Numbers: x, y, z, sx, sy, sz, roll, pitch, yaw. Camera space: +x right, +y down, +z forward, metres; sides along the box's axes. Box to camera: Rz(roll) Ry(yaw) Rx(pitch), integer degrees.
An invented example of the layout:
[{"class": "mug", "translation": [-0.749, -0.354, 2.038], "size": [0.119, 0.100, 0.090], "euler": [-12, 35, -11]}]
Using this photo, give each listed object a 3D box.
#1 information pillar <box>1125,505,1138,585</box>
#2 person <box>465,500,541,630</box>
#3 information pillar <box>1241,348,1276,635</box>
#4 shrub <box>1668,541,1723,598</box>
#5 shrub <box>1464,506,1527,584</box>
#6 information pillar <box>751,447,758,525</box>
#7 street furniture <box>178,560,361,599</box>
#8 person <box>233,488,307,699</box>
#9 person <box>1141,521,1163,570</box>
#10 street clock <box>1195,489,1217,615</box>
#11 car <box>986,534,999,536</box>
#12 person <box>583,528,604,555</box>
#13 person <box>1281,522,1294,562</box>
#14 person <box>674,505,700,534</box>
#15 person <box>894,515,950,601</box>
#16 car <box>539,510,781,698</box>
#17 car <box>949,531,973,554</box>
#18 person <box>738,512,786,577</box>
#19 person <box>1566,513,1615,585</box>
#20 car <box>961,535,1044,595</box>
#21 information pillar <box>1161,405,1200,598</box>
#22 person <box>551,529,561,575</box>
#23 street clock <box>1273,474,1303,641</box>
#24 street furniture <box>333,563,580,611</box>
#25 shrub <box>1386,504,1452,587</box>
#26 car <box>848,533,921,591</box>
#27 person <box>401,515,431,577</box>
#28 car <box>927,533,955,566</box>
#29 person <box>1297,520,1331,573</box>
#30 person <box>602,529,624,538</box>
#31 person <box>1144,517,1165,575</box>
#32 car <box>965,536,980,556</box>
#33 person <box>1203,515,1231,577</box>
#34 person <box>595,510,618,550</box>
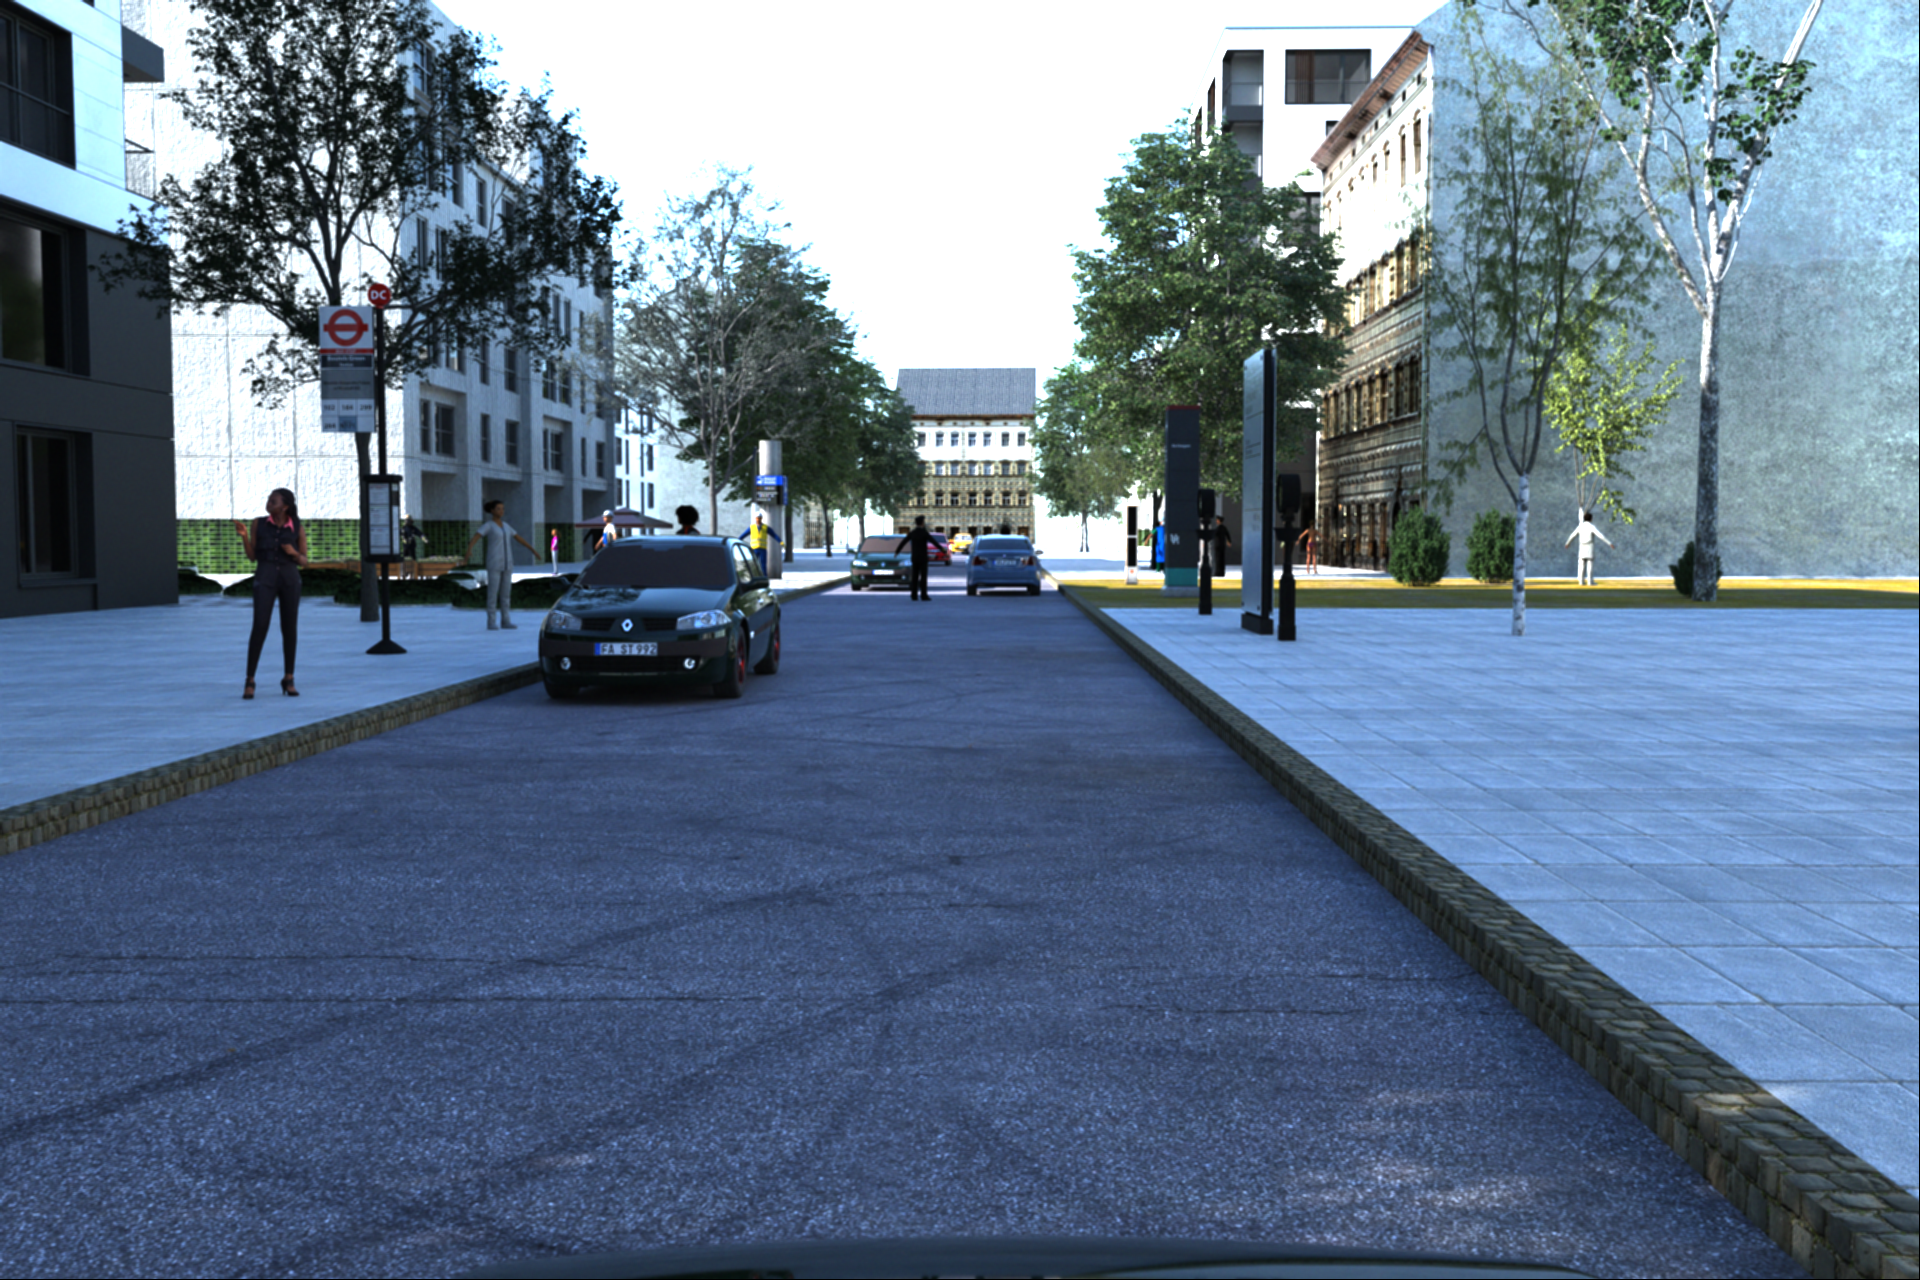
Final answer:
[{"class": "information pillar", "translation": [4.354, -2.411, 43.913], "size": [0.304, 2.012, 0.304], "euler": [0, 4, 1]}, {"class": "person", "translation": [-6.158, -1.011, 23.303], "size": [0.721, 1.739, 1.217], "euler": [3, 4, 38]}, {"class": "information pillar", "translation": [3.918, -1.923, 22.759], "size": [0.184, 3.620, 1.656], "euler": [0, 4, 1]}, {"class": "shrub", "translation": [14.825, -1.454, 34.884], "size": [1.383, 1.207, 1.383], "euler": [0, 3, 0]}, {"class": "shrub", "translation": [13.797, -2.462, 44.673], "size": [1.690, 2.028, 1.600], "euler": [0, 3, 0]}, {"class": "information pillar", "translation": [-5.496, -3.365, 46.376], "size": [0.183, 3.616, 0.504], "euler": [0, 4, 3]}, {"class": "street furniture", "translation": [-15.768, -1.414, 38.749], "size": [5.734, 0.657, 10.072], "euler": [-1, 4, -16]}, {"class": "person", "translation": [-5.391, -0.372, 13.601], "size": [0.415, 1.643, 0.593], "euler": [1, 4, 22]}, {"class": "person", "translation": [7.029, -3.356, 61.594], "size": [1.216, 1.740, 0.721], "euler": [0, 4, -5]}, {"class": "street clock", "translation": [3.914, -1.407, 27.572], "size": [0.358, 2.002, 0.471], "euler": [0, 4, 1]}, {"class": "car", "translation": [2.556, -7.107, 128.201], "size": [2.014, 1.417, 4.499], "euler": [0, 4, 1]}, {"class": "person", "translation": [-12.310, -3.226, 58.966], "size": [1.346, 1.802, 0.704], "euler": [2, 4, 24]}, {"class": "person", "translation": [8.957, -2.528, 47.464], "size": [0.704, 1.812, 1.346], "euler": [1, 4, 15]}, {"class": "person", "translation": [-3.761, -0.920, 23.648], "size": [0.704, 1.843, 1.345], "euler": [2, 4, 27]}, {"class": "person", "translation": [-0.853, -1.770, 37.326], "size": [1.347, 1.837, 0.705], "euler": [2, 4, 26]}, {"class": "car", "translation": [-2.737, -0.403, 16.379], "size": [2.009, 1.686, 4.222], "euler": [0, 4, 1]}, {"class": "car", "translation": [0.235, -7.184, 127.680], "size": [2.015, 1.641, 3.980], "euler": [0, 4, 1]}, {"class": "person", "translation": [-5.001, -2.273, 43.128], "size": [1.349, 1.833, 0.705], "euler": [0, 4, -2]}, {"class": "person", "translation": [15.824, -2.290, 43.629], "size": [0.705, 1.806, 1.347], "euler": [-3, 4, -38]}, {"class": "car", "translation": [1.031, -1.818, 41.721], "size": [2.014, 1.417, 4.499], "euler": [0, 4, 1]}, {"class": "information pillar", "translation": [4.496, -2.797, 35.117], "size": [0.750, 3.857, 0.750], "euler": [0, 4, 1]}, {"class": "person", "translation": [-12.674, -2.733, 53.955], "size": [0.599, 1.433, 0.991], "euler": [-1, 4, -13]}, {"class": "street clock", "translation": [3.941, -0.994, 20.830], "size": [0.358, 2.002, 0.471], "euler": [0, 4, 2]}, {"class": "street furniture", "translation": [-8.537, -1.110, 33.774], "size": [5.734, 0.657, 10.072], "euler": [0, 4, 0]}, {"class": "shrub", "translation": [11.170, -2.310, 42.187], "size": [1.690, 2.028, 1.600], "euler": [0, 3, 0]}, {"class": "car", "translation": [-1.872, -2.162, 45.141], "size": [2.009, 1.686, 4.222], "euler": [0, 4, 1]}, {"class": "person", "translation": [-16.283, -2.776, 51.165], "size": [1.354, 1.856, 0.705], "euler": [0, 4, 3]}, {"class": "car", "translation": [-1.305, -4.321, 79.695], "size": [2.155, 1.783, 4.494], "euler": [0, 4, 1]}, {"class": "person", "translation": [11.567, -3.052, 56.705], "size": [1.217, 1.733, 0.721], "euler": [3, 4, 37]}, {"class": "person", "translation": [-14.071, -3.914, 69.760], "size": [1.354, 1.858, 0.705], "euler": [0, 4, -2]}, {"class": "person", "translation": [6.415, -2.974, 54.745], "size": [1.347, 1.817, 0.704], "euler": [-1, 4, -19]}, {"class": "car", "translation": [1.283, -3.896, 76.056], "size": [2.083, 1.381, 4.827], "euler": [0, 3, 0]}, {"class": "person", "translation": [7.708, -2.790, 51.547], "size": [0.705, 1.837, 1.347], "euler": [3, 5, 44]}, {"class": "person", "translation": [-8.386, -2.167, 41.290], "size": [0.705, 1.847, 1.347], "euler": [-2, 4, -29]}]
